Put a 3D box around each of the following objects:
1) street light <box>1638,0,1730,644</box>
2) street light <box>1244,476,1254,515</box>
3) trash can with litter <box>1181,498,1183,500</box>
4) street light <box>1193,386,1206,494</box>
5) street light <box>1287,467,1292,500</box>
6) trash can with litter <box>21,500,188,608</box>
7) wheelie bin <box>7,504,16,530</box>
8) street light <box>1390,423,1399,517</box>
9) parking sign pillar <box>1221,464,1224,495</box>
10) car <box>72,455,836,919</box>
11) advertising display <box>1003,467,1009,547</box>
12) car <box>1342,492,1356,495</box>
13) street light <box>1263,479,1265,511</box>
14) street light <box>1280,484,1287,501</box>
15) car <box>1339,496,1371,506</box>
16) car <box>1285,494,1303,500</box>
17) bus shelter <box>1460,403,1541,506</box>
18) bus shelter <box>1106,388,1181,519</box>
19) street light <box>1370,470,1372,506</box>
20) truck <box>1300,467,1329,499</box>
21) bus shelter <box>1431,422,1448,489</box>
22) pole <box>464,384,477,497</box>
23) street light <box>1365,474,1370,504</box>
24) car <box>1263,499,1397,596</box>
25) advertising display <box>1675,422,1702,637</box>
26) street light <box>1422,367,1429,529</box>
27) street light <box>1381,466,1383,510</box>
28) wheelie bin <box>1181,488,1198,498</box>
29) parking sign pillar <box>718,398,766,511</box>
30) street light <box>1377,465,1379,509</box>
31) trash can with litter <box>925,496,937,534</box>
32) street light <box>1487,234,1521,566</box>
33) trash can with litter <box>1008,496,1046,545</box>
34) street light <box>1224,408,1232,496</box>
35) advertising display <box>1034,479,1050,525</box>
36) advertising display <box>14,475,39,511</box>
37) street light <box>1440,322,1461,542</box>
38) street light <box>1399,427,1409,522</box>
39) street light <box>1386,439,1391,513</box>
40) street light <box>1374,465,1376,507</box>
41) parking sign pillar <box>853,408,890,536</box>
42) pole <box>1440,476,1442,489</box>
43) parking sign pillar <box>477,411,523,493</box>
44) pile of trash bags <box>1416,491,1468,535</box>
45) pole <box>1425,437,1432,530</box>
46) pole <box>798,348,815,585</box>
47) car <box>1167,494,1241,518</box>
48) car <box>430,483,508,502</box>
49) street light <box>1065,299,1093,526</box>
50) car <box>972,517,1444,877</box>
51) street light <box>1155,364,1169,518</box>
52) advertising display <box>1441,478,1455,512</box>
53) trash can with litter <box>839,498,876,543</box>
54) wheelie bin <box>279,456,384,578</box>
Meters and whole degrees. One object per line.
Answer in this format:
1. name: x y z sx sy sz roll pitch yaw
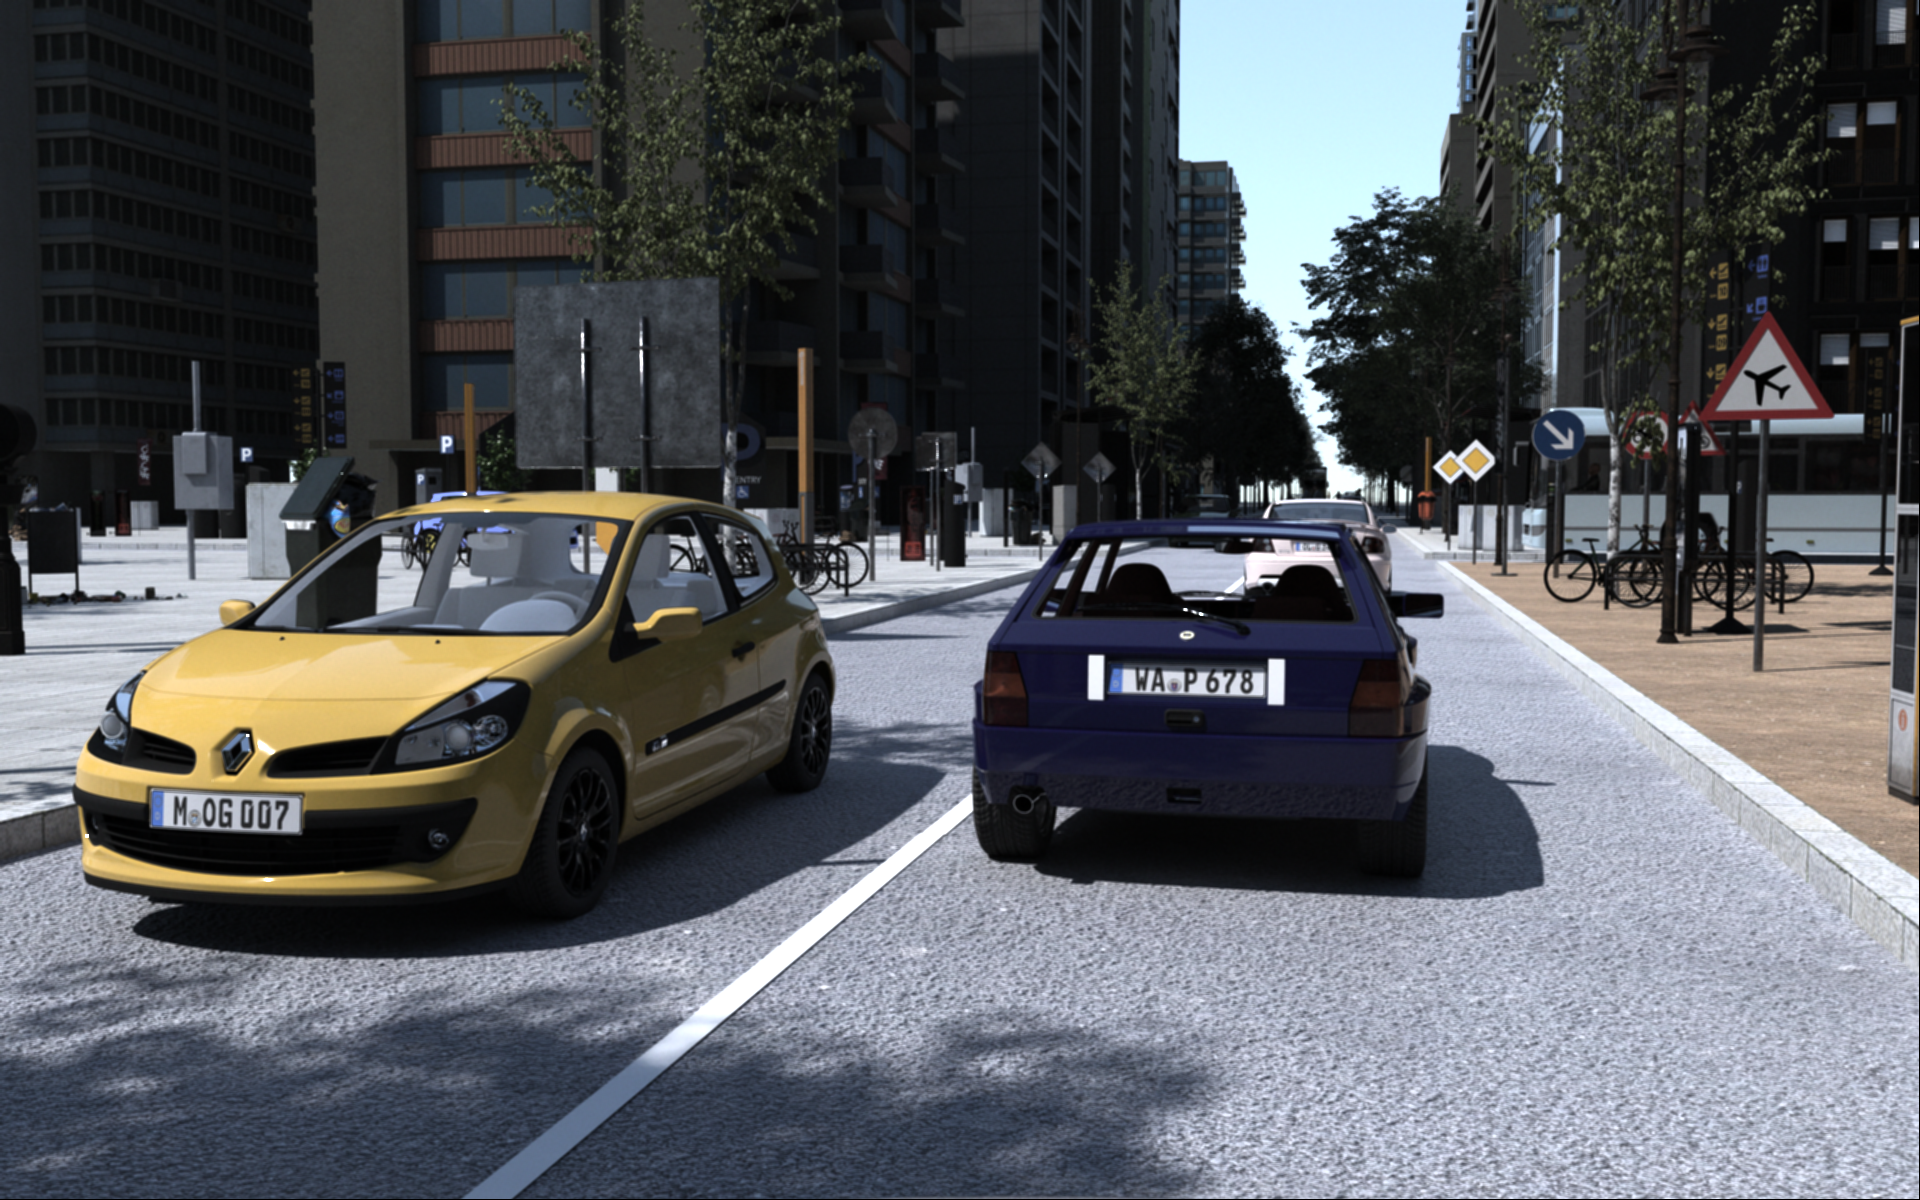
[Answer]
1. street light: 6.098 -2.566 14.743 0.468 5.910 1.993 1 4 13
2. street light: 17.746 -8.229 107.337 0.468 5.910 1.993 1 4 13
3. trash can with litter: 10.696 -4.521 85.306 0.624 1.170 1.055 3 5 39
4. street light: 10.293 -6.226 74.575 0.468 5.910 1.993 1 4 13
5. street light: 34.263 -12.754 181.317 0.468 5.910 1.993 1 4 13
6. trash can with litter: -10.356 -0.586 20.641 2.233 1.210 1.678 -3 4 -38
7. wheelie bin: -33.341 -3.267 61.326 0.980 1.594 0.693 3 5 40
8. street light: 24.264 -7.529 95.887 0.468 5.910 1.993 1 4 13
9. parking sign pillar: 16.563 -7.466 110.533 1.447 3.967 1.447 1 4 14
10. car: -1.814 0.185 7.200 2.015 1.641 3.980 1 4 13
11. advertising display: 1.124 -2.269 42.305 0.123 1.923 0.974 0 4 1
12. car: 57.235 -15.026 254.345 2.281 1.827 5.304 1 4 11
13. street light: 23.203 -9.750 132.197 0.468 5.910 1.993 1 4 13
14. street light: 30.565 -11.750 164.897 0.468 5.910 1.993 1 4 13
15. car: 18.579 -4.265 82.313 1.945 1.354 3.894 1 4 11
16. car: 26.318 -7.521 134.973 2.014 1.417 4.499 1 4 14
17. bus shelter: 14.766 -3.440 47.520 1.731 3.624 6.357 1 4 13
18. bus shelter: 7.129 -5.513 67.776 2.179 5.291 8.768 1 4 13
19. street light: 40.707 -12.048 169.778 0.468 5.910 1.993 1 4 13
20. truck: 36.902 -11.699 180.189 2.839 4.237 11.283 1 4 12
21. bus shelter: 25.383 -7.092 93.592 2.179 5.291 8.768 1 4 13
22. pole: -9.057 -2.338 32.073 0.158 3.312 0.155 0 3 0
23. street light: 48.064 -14.068 202.798 0.468 5.910 1.993 1 4 13
24. car: 4.868 -0.680 23.488 2.083 1.381 4.827 1 4 12
25. advertising display: 6.663 -0.658 15.980 0.123 1.923 0.974 1 4 13
26. street light: 16.935 -5.521 63.052 0.468 5.910 1.993 1 4 13
27. street light: 29.721 -9.023 120.314 0.468 5.910 1.993 1 4 13
28. wheelie bin: 11.123 -4.637 83.723 0.980 1.594 0.693 1 4 12
29. parking sign pillar: -5.987 -3.618 47.629 1.447 3.967 1.447 0 4 -6
30. street light: 33.454 -10.062 137.299 0.468 5.910 1.993 1 4 13
31. trash can with litter: -0.768 -2.755 56.109 1.678 1.210 2.233 2 4 31
32. street light: 9.684 -3.558 30.963 0.468 5.910 1.993 1 4 13
33. trash can with litter: 1.667 -1.971 43.616 0.624 1.170 1.055 3 5 39
34. street light: 14.087 -7.238 91.132 0.468 5.910 1.993 1 4 13
35. advertising display: 3.592 -4.096 72.189 0.974 1.923 0.123 1 4 15
36. advertising display: -32.066 -3.322 59.530 0.123 1.923 0.974 1 4 12
37. street light: 13.195 -4.520 46.695 0.468 5.910 1.993 1 4 13
38. street light: 20.548 -6.522 79.421 0.468 5.910 1.993 1 4 13
39. street light: 27.949 -8.520 112.085 0.468 5.910 1.993 1 4 13
40. street light: 37.107 -11.053 153.504 0.468 5.910 1.993 1 4 13
41. parking sign pillar: -2.894 -3.990 53.716 1.447 3.967 1.447 -2 4 -24
42. pole: 29.087 -6.776 104.637 0.158 3.312 0.155 0 3 0
43. parking sign pillar: -14.106 -3.954 53.121 1.447 3.967 1.447 -2 4 -27
44. pile of trash bags: 15.879 -2.745 54.628 1.912 1.369 3.447 -3 5 -39
45. pole: 16.759 -4.167 61.978 0.158 3.312 0.155 0 3 0
46. pole: -2.159 -1.863 24.311 0.158 3.312 0.155 0 3 0
47. car: 6.719 -2.300 47.393 2.009 1.686 4.222 1 4 14
48. car: -10.737 -1.876 40.271 3.694 1.707 1.945 1 4 11
49. street light: 2.833 -4.189 41.276 0.468 5.910 1.993 1 4 13
50. car: 1.234 0.282 7.973 1.945 1.354 3.894 1 4 13
51. street light: 6.790 -5.232 58.336 0.468 5.910 1.993 1 4 13
52. advertising display: 17.723 -3.528 62.900 0.123 1.923 0.974 3 4 36
53. trash can with litter: -2.741 -2.114 45.950 0.624 1.170 1.055 2 4 29
54. wheelie bin: -5.314 -0.415 14.701 0.980 1.594 0.693 3 5 42
